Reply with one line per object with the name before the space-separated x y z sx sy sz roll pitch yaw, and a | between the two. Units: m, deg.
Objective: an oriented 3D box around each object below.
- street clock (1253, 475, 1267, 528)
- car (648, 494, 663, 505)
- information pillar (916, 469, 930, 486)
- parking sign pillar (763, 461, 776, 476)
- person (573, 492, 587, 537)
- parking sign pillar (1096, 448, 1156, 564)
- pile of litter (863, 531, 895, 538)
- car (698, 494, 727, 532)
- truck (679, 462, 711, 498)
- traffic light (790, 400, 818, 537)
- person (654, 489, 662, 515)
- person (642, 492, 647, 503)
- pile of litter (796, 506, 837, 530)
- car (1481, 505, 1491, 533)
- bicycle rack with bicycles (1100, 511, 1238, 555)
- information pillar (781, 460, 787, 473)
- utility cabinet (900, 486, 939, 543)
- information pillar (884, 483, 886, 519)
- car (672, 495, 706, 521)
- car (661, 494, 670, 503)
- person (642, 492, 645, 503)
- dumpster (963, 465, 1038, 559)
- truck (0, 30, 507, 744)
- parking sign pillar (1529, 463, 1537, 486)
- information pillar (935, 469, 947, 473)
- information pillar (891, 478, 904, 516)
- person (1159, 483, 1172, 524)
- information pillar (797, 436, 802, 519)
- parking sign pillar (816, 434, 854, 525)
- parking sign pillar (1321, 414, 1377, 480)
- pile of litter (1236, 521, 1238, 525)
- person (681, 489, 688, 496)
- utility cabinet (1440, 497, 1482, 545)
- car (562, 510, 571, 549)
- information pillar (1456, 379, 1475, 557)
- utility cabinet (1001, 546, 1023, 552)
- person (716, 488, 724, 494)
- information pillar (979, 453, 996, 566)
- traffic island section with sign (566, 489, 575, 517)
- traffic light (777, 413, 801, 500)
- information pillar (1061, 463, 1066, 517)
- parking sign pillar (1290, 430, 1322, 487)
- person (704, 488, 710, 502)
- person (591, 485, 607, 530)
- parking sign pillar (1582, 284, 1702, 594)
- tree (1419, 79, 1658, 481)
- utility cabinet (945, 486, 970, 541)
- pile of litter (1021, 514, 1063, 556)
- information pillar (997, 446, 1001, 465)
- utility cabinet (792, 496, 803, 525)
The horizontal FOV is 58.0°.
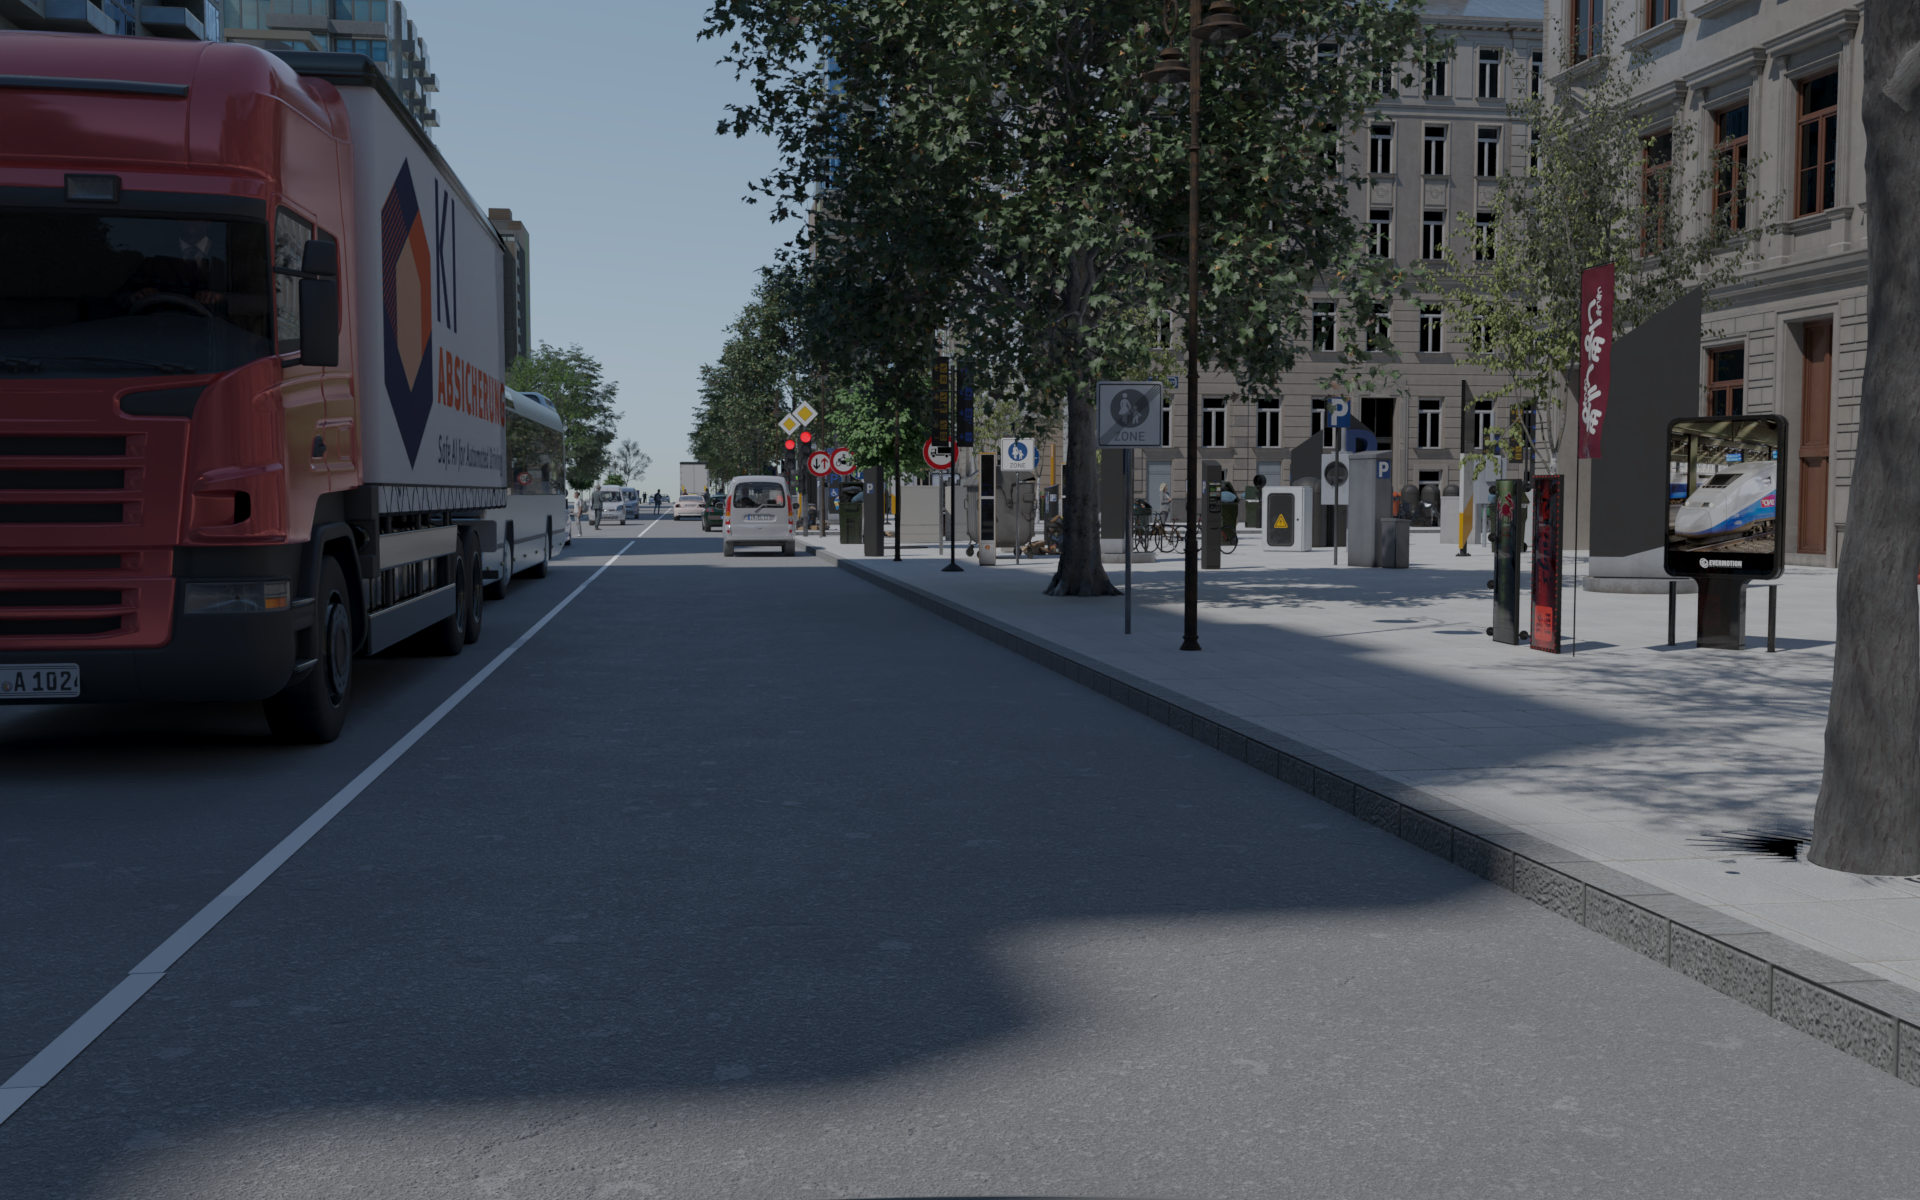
street clock | 11.188 -3.677 64.681 0.358 2.002 0.471 -3 5 -40
car | -40.966 -13.507 232.848 2.014 1.417 4.499 -1 4 -9
information pillar | -1.085 -2.839 50.906 0.304 2.012 0.304 -2 4 -32
parking sign pillar | -13.146 -8.039 119.916 1.447 3.967 1.447 1 4 20
person | -12.837 -2.888 58.321 0.503 1.515 0.523 2 4 26
parking sign pillar | 2.963 -2.691 32.467 1.447 3.967 1.447 1 4 15
pile of litter | -2.560 -2.316 51.832 1.176 0.858 1.719 -1 4 -15
car | -9.056 -3.489 66.830 2.009 1.686 4.222 -1 4 -10
truck | -23.744 -10.174 155.265 2.839 4.237 11.283 0 4 -8
traffic light | -4.668 -3.860 52.035 0.839 4.253 0.868 -1 4 -9
person | -20.730 -6.726 118.812 0.623 1.781 0.721 0 4 4
person | -51.148 -16.718 281.857 1.348 1.822 0.705 -3 4 -38
pile of litter | -5.148 -2.920 61.701 1.719 0.858 1.176 -1 4 -17
car | 19.247 -2.925 59.616 4.920 1.459 2.131 0 4 -7
bicycle rack with bicycles | 4.172 -1.456 37.188 2.852 0.926 2.925 -2 4 -30
information pillar | -11.401 -7.406 112.448 0.504 3.616 0.183 1 4 12
utility cabinet | -1.056 -2.227 45.092 1.173 1.500 0.318 -1 4 -13
information pillar | -2.422 -3.612 50.411 0.504 3.616 0.183 2 4 30
car | -14.576 -4.992 93.980 2.083 1.381 4.827 0 4 -8
car | -47.268 -16.201 276.892 2.014 1.417 4.499 -1 4 -11
person | -52.612 -17.115 288.321 1.348 1.826 0.705 3 5 43
dumpster | 0.816 -1.772 34.730 1.264 1.857 1.865 -1 4 -9
truck | -5.277 -1.482 13.144 2.839 4.237 11.283 -1 4 -9
parking sign pillar | 38.678 -7.744 115.087 1.447 3.967 1.447 -2 4 -29
information pillar | -0.711 -4.244 60.737 0.504 3.616 0.183 -2 4 -28
information pillar | -2.316 -4.499 64.908 0.504 3.616 0.183 -1 4 -11
person | 6.767 -2.941 56.774 0.537 1.800 0.526 -3 5 -44
information pillar | -6.406 -4.755 69.103 0.183 3.616 0.504 -1 4 -13
parking sign pillar | -5.307 -5.147 72.624 1.447 3.967 1.447 0 4 -7
parking sign pillar | 12.025 -3.903 52.292 1.447 3.967 1.447 -1 4 -21
pile of litter | 10.936 -3.527 71.625 1.176 0.858 1.719 1 4 10
person | -22.447 -8.151 141.733 1.348 1.831 0.705 -3 5 -41
utility cabinet | 12.860 -2.037 44.460 0.306 1.237 1.020 -3 5 -44
car | -11.553 -2.108 46.824 2.083 1.381 4.827 -1 4 -9
information pillar | 10.406 -2.705 35.576 0.183 3.616 0.504 3 5 41
utility cabinet | 1.146 -1.822 38.463 0.318 1.500 1.173 1 4 12
person | -14.862 -6.002 106.890 0.793 1.790 0.793 3 4 36
information pillar | 0.489 -1.615 30.900 0.304 2.012 0.304 0 4 0
traffic island section with sign | -24.603 -6.052 107.580 1.989 1.847 2.006 -1 4 -9
traffic light | -5.912 -4.343 59.923 0.839 4.253 0.868 -1 4 -9
information pillar | 2.611 -2.244 41.188 0.304 2.012 0.304 -3 5 -42
parking sign pillar | 14.411 -5.117 72.140 1.447 3.967 1.447 0 4 2
person | -15.256 -5.800 103.611 0.573 1.790 0.520 1 4 22
person | -14.335 -3.683 68.895 0.661 1.801 0.590 2 4 35
parking sign pillar | 8.976 -2.095 22.719 1.447 3.967 1.447 1 4 21
tree | 10.629 -4.952 31.329 4.737 8.622 4.395 0 3 0
utility cabinet | 0.147 -2.360 47.263 1.173 1.500 0.318 -3 4 -37
pile of litter | 1.794 -1.404 36.913 1.176 0.858 1.719 2 4 31
information pillar | 1.965 -5.650 83.732 0.183 3.616 0.504 -3 5 -39
utility cabinet | -7.012 -3.724 72.056 1.020 1.237 0.306 -2 4 -35
